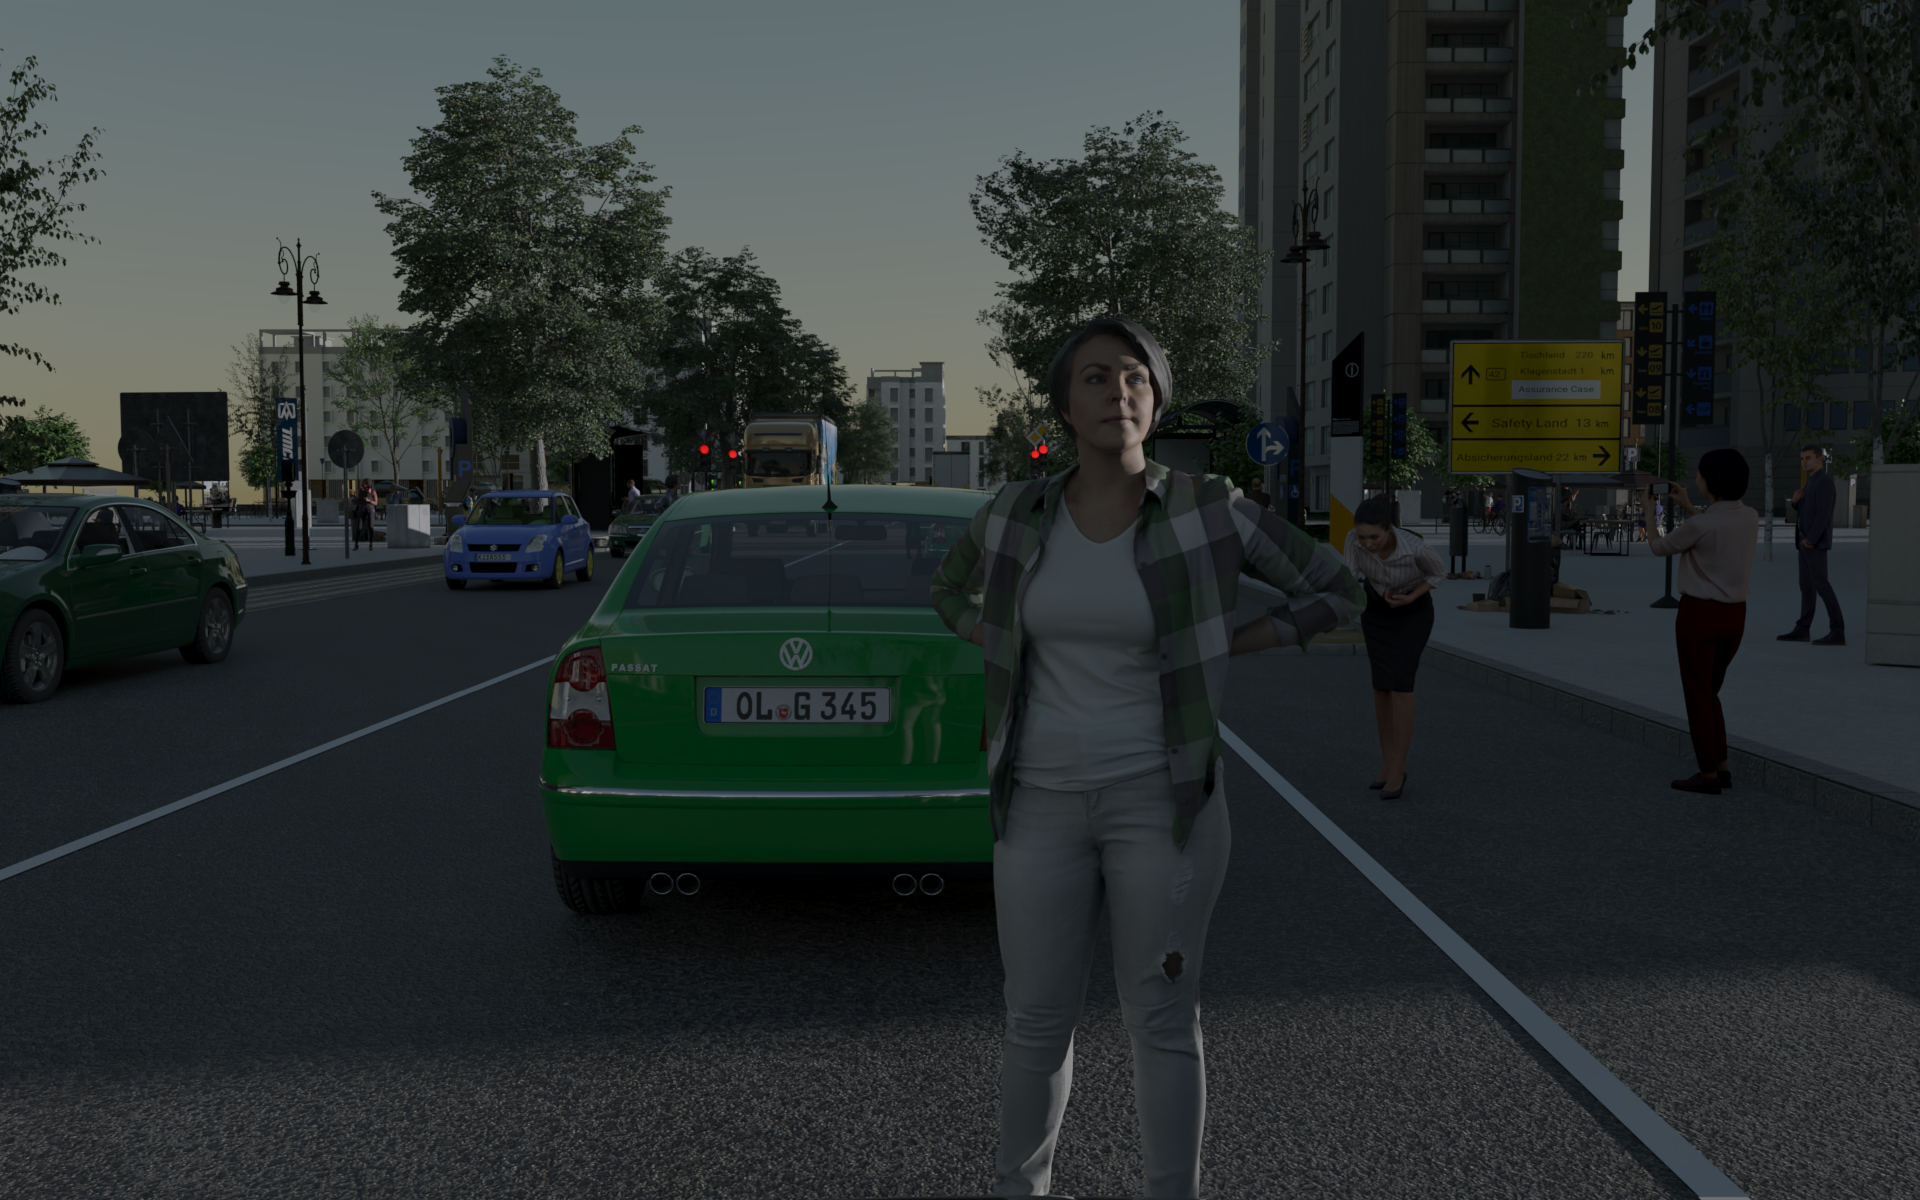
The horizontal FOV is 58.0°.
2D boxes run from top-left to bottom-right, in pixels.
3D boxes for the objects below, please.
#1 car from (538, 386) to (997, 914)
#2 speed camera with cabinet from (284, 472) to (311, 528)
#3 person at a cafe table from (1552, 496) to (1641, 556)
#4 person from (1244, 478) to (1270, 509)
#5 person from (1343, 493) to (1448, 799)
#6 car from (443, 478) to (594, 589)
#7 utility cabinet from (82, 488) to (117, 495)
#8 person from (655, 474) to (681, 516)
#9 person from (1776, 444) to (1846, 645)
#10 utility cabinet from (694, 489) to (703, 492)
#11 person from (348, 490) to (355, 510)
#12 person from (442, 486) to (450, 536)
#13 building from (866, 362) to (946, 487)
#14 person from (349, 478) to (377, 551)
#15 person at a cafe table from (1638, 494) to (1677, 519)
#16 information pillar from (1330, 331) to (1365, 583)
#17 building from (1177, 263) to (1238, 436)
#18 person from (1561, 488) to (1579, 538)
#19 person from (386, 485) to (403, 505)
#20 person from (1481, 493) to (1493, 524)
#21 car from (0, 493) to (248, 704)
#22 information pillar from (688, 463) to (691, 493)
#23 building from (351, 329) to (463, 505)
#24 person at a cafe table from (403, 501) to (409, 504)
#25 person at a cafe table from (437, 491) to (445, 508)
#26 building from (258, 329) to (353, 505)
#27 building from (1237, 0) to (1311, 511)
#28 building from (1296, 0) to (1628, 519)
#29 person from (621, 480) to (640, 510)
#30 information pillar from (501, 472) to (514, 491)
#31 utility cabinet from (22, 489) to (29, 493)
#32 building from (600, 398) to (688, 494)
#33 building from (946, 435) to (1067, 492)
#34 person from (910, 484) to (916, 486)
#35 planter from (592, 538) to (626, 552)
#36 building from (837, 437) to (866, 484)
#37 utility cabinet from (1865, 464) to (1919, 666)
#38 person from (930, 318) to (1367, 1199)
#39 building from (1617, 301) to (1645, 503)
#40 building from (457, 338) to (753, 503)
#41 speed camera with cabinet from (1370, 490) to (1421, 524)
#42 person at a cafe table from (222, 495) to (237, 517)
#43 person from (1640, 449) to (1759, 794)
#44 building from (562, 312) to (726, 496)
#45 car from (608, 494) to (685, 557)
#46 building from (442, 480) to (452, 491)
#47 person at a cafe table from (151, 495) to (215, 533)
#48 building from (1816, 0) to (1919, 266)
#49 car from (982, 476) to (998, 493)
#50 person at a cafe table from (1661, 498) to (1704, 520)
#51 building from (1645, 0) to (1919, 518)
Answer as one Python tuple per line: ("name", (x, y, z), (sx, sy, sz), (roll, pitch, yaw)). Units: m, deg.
("car", (-0.448, 0.093, 7.271), (1.959, 1.807, 4.718), (0, 4, 1))
("speed camera with cabinet", (-25.275, -4.387, 66.064), (0.660, 3.252, 2.038), (-2, 4, -32))
("person at a cafe table", (13.223, -1.566, 36.458), (1.726, 1.238, 1.698), (1, 4, 13))
("person", (4.945, -1.263, 28.966), (0.482, 1.546, 0.388), (0, 4, 7))
("person", (1.989, 0.214, 8.185), (0.628, 1.438, 0.799), (0, 4, -3))
("car", (-6.881, -1.076, 27.181), (1.945, 1.707, 3.694), (0, 4, -1))
("utility cabinet", (-33.165, -3.557, 66.832), (1.173, 1.500, 0.318), (-3, 4, -37))
("person", (-4.478, -1.070, 26.714), (0.376, 1.734, 0.841), (0, 4, 5))
("person", (7.331, -0.484, 14.876), (0.530, 1.710, 0.541), (2, 4, 24))
("utility cabinet", (-12.183, -4.418, 80.906), (0.318, 1.500, 1.173), (0, 4, -3))
("person", (-25.164, -3.748, 71.741), (0.963, 1.587, 0.435), (3, 5, 44))
("person", (-15.480, -2.701, 52.754), (0.613, 1.512, 0.480), (-1, 4, -21))
("building", (-7.833, -24.317, 254.000), (11.380, 20.091, 16.016), (0, 4, 0))
("person", (-13.506, -1.939, 39.221), (0.593, 1.643, 0.415), (-3, 5, -42))
("person at a cafe table", (35.923, -4.913, 88.837), (1.622, 1.524, 1.698), (0, 4, 0))
("information pillar", (5.615, -2.064, 25.093), (0.504, 3.616, 0.183), (3, 5, 39))
("building", (34.430, -19.744, 166.783), (27.936, 21.610, 32.646), (0, 4, 0))
("person", (17.182, -2.539, 49.026), (0.593, 1.643, 0.415), (-1, 4, -17))
("person", (-17.437, -2.766, 53.477), (0.499, 1.552, 0.429), (0, 4, 2))
("person", (22.744, -3.961, 74.708), (0.435, 1.345, 0.340), (-3, 5, -41))
("car", (-7.205, -0.094, 13.334), (2.131, 1.459, 4.920), (0, 4, 1))
("information pillar", (-15.324, -6.528, 98.085), (0.183, 3.616, 0.504), (0, 4, 6))
("building", (-62.717, -21.259, 204.002), (11.380, 20.091, 16.016), (0, 4, 0))
("person at a cafe table", (-47.094, -8.606, 149.225), (1.622, 1.524, 1.698), (-3, 5, -41))
("person at a cafe table", (-41.794, -8.100, 140.953), (1.622, 1.524, 1.698), (2, 4, 24))
("building", (-74.093, -21.308, 204.811), (11.380, 20.091, 16.016), (0, 4, 0))
("building", (31.680, -35.985, 130.351), (21.231, 58.520, 28.212), (0, 4, 0))
("building", (26.544, -25.091, 93.838), (14.086, 41.232, 14.154), (0, 4, 0))
("person", (-9.526, -2.536, 49.833), (0.599, 1.838, 0.709), (1, 4, 15))
("information pillar", (-15.414, -3.337, 59.047), (0.304, 2.012, 0.304), (1, 4, 13))
("utility cabinet", (-40.270, -3.978, 73.723), (1.173, 1.500, 0.318), (-2, 4, -25))
("building", (-29.956, -13.571, 164.039), (9.099, 9.664, 28.070), (0, 4, 0))
("building", (12.046, -18.954, 252.036), (28.070, 9.664, 9.099), (0, 4, 0))
("person", (-0.967, -1.715, 38.003), (0.593, 1.643, 0.415), (1, 4, 15))
("planter", (-9.527, -1.384, 43.769), (1.991, 0.319, 1.994), (0, 4, 0))
("building", (-27.568, -18.963, 252.199), (28.070, 9.664, 9.099), (0, 4, 0))
("utility cabinet", (7.307, -0.242, 12.630), (1.173, 1.500, 0.318), (3, 5, 43))
("person", (0.276, 0.372, 3.147), (0.841, 1.734, 0.376), (2, 4, 28))
("building", (60.537, -21.629, 197.612), (32.646, 21.610, 27.936), (0, 4, 0))
("building", (-41.059, -20.662, 204.277), (31.486, 18.905, 16.747), (0, 4, 0))
("speed camera with cabinet", (18.707, -4.895, 74.362), (2.038, 3.252, 0.660), (0, 4, 4))
("person at a cafe table", (-42.249, -5.405, 99.227), (1.698, 1.238, 1.726), (2, 4, 26))
("person", (3.567, 0.096, 8.394), (0.517, 1.644, 0.566), (1, 4, 18))
("building", (-32.869, -20.004, 183.484), (16.016, 20.091, 11.380), (0, 4, 0))
("car", (-6.967, -1.766, 40.668), (2.131, 1.459, 4.920), (0, 4, 1))
("building", (-68.019, -18.965, 252.228), (28.070, 9.664, 9.099), (0, 4, 0))
("person at a cafe table", (-25.823, -2.822, 56.995), (1.698, 1.238, 1.726), (2, 4, 27))
("building", (33.665, -26.779, 27.083), (28.713, 52.752, 27.495), (0, 4, 0))
("car", (0.390, -1.215, 28.659), (1.959, 1.807, 4.718), (0, 4, 2))
("person at a cafe table", (34.784, -4.472, 83.977), (1.726, 1.238, 1.698), (-1, 4, -21))
("building", (57.146, -34.062, 98.916), (28.212, 58.520, 21.231), (0, 4, 0))
